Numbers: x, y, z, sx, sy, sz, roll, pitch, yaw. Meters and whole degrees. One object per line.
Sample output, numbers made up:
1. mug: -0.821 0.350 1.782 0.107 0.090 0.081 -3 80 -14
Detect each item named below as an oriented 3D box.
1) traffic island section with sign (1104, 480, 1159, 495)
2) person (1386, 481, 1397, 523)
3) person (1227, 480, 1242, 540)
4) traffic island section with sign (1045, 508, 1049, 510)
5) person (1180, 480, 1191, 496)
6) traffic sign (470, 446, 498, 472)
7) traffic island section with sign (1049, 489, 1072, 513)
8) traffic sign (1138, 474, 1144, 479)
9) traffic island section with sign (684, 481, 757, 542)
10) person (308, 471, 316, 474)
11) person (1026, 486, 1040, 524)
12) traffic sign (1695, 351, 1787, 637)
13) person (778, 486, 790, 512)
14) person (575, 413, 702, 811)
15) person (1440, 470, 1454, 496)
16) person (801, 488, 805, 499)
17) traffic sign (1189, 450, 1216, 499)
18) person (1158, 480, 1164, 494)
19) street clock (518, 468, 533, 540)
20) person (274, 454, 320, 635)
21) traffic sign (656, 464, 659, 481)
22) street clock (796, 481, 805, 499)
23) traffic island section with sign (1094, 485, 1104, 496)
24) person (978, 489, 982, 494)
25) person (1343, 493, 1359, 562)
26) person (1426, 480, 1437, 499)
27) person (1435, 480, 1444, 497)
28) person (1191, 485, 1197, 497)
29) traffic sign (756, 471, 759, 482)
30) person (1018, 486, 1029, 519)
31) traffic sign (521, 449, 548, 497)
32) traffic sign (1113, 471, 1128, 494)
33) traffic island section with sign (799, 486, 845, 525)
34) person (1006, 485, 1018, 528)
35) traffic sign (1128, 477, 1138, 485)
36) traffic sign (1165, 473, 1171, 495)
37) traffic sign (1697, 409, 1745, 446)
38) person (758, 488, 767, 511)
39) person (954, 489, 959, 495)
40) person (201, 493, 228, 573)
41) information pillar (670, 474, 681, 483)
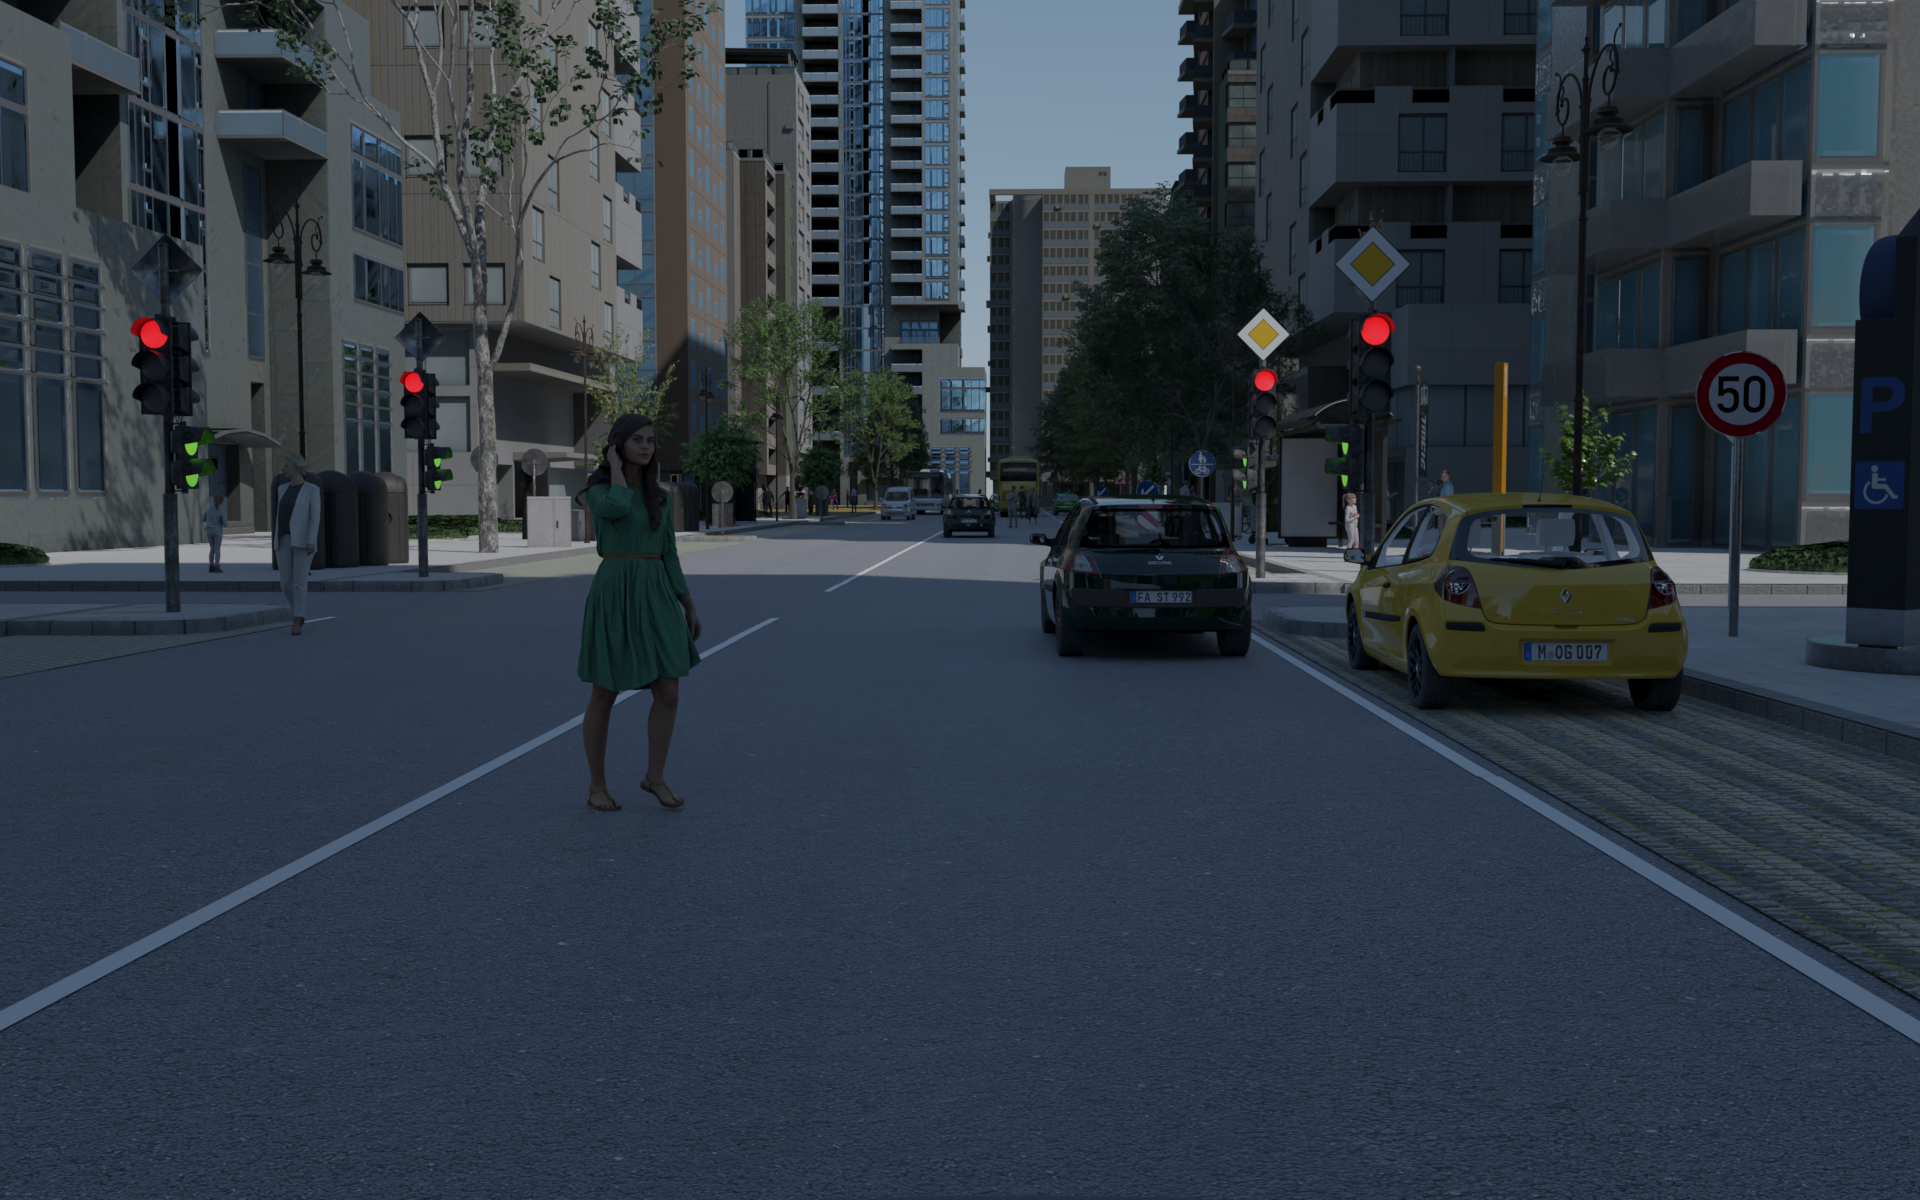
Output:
1. traffic island section with sign: 5.403 -2.618 51.425 1.989 1.847 2.006 0 4 2
2. person: 15.056 -3.321 60.911 0.524 1.755 0.480 -1 4 -12
3. person: 7.664 -2.559 48.429 0.362 1.759 0.519 -2 4 -26
4. traffic island section with sign: 8.724 -9.038 156.400 1.989 1.847 2.006 0 4 2
5. person: 8.548 -3.631 65.504 0.391 1.810 0.635 -3 4 -36
6. traffic sign: -12.221 -2.715 44.488 0.768 2.556 0.104 1 4 11
7. traffic island section with sign: 7.843 -7.343 128.682 1.989 1.847 2.006 0 4 2
8. traffic sign: 10.387 -5.945 96.940 0.795 2.593 0.064 1 4 8
9. traffic island section with sign: -7.198 -2.673 52.337 1.989 1.847 2.006 0 4 2
10. person: -15.404 -2.168 41.349 0.638 1.841 0.748 -2 4 -31
11. person: 3.526 -4.520 82.578 0.709 1.800 0.728 2 4 27
12. traffic sign: 6.968 -0.943 15.527 0.768 2.556 0.104 1 4 11
13. person: -12.136 -7.079 121.752 1.348 1.831 0.705 1 4 22
14. person: -1.487 0.054 7.864 0.529 1.795 0.600 3 4 36
15. person: 11.545 -2.141 40.917 0.748 1.841 0.638 3 4 37
16. person: -11.945 -7.601 131.125 0.445 1.727 0.742 -3 5 -41
17. traffic sign: 7.082 -3.093 50.681 0.768 2.556 0.104 0 4 5
18. person: 7.808 -3.777 67.903 0.850 1.850 0.679 0 4 -3
19. street clock: -12.245 -2.711 48.894 0.358 2.002 0.471 1 4 22
20. person: -6.827 -0.580 17.868 0.514 1.842 0.818 0 4 -7
21. traffic sign: -10.138 -3.334 56.640 0.606 2.300 0.079 0 4 2
22. street clock: -8.945 -5.650 96.944 0.358 2.002 0.471 3 5 42
23. traffic island section with sign: 6.254 -4.265 78.367 1.989 1.847 2.006 0 4 2
24. person: 1.513 -7.329 128.336 0.705 1.822 1.348 -3 4 -36
25. person: 7.398 -1.361 32.572 0.394 1.301 0.425 1 4 22
26. person: 16.968 -3.448 62.685 0.573 1.790 0.520 -2 4 -27
27. person: 17.694 -3.531 63.959 0.473 1.802 0.592 1 4 13
28. person: 12.257 -5.200 91.420 0.532 1.782 0.716 3 4 36
29. traffic sign: -9.974 -5.060 82.836 0.768 2.556 0.104 0 4 5
30. person: 3.657 -5.616 99.678 0.648 1.900 0.474 3 5 39
31. traffic sign: -11.904 -2.956 48.437 0.768 2.556 0.104 1 4 8
32. traffic sign: 9.210 -6.085 99.492 0.884 2.594 0.081 1 4 9
33. traffic island section with sign: -6.332 -4.347 79.705 1.989 1.847 2.006 0 4 2
34. person: 2.236 -4.001 74.090 0.511 1.800 0.466 1 4 9
35. traffic sign: 10.194 -6.213 101.579 0.884 2.594 0.081 0 4 4
36. traffic sign: 9.708 -4.837 81.212 0.606 2.300 0.079 0 4 7
37. traffic sign: 8.445 -1.170 18.863 0.795 2.593 0.064 0 4 7
38. person: -13.721 -7.001 121.232 0.721 1.735 1.217 2 4 33
39. person: -0.213 -7.987 139.183 0.705 1.812 1.348 -2 4 -32
40. person: -12.145 -1.096 28.243 0.425 1.301 0.394 -1 4 -12
41. information pillar: -10.538 -3.658 64.301 0.304 2.012 0.304 1 4 14
